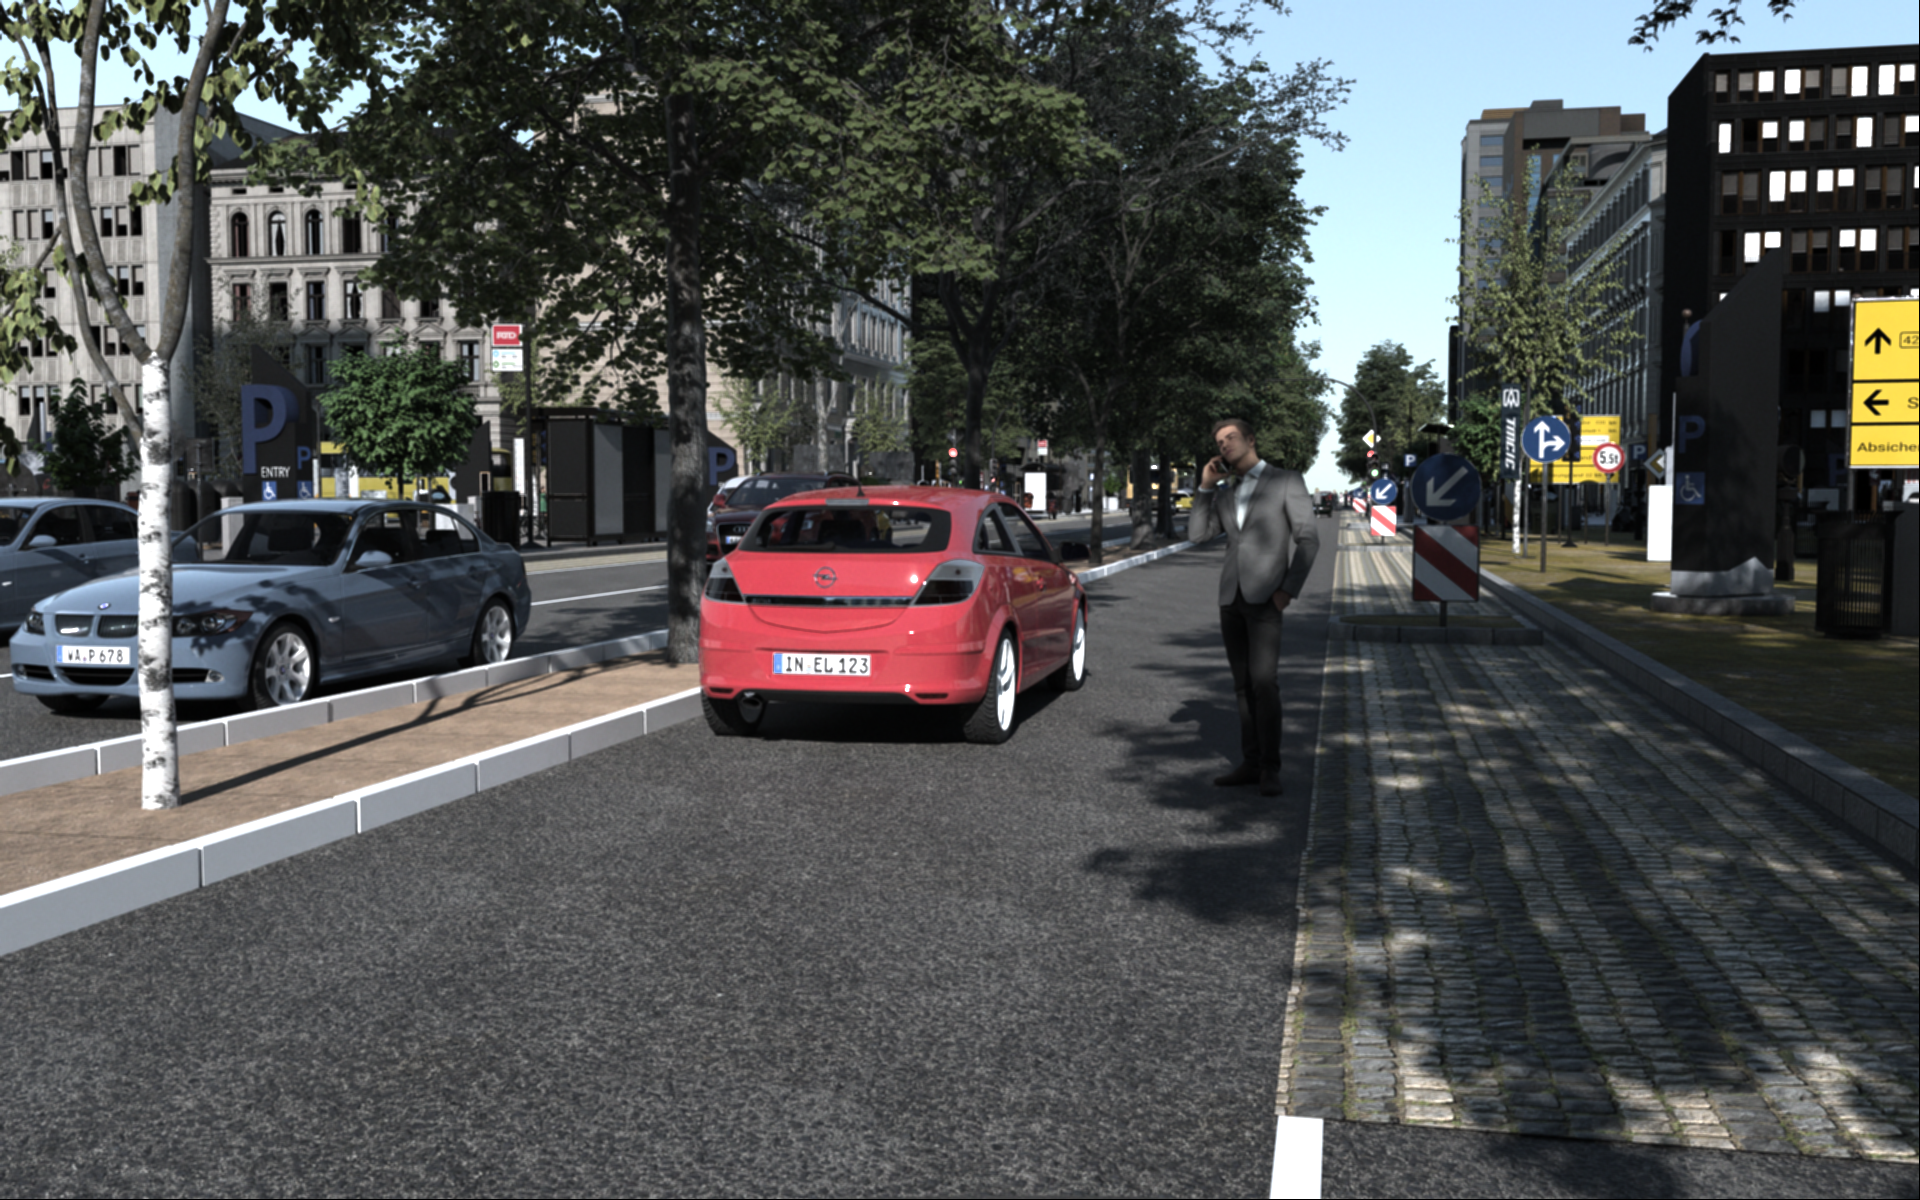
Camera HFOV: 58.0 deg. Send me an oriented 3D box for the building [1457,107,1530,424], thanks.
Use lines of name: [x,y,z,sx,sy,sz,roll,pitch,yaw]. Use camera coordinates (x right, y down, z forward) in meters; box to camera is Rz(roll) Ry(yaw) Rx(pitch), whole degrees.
building: [88.614,-44.516,269.842,21.231,58.520,28.212,1,4,12]

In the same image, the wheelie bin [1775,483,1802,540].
wheelie bin: [23.273,-2.506,48.873,0.980,1.594,0.693,0,4,3]

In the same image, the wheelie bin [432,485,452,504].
wheelie bin: [-18.275,-3.239,60.862,0.693,1.594,0.980,-2,4,-33]

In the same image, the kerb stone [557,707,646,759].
kerb stone: [-2.049,0.757,9.825,0.120,0.150,1.000,1,4,12]

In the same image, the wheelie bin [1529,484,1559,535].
wheelie bin: [18.361,-2.845,54.428,0.693,1.594,0.980,-2,4,-31]

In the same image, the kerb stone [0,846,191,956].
kerb stone: [-2.935,1.001,5.824,0.120,0.150,1.000,1,4,12]

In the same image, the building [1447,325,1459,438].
building: [89.578,-31.875,292.851,14.160,30.474,14.107,1,4,12]

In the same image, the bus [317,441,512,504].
bus: [-27.151,-5.482,81.177,12.252,3.916,2.896,1,4,13]

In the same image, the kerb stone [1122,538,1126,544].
kerb stone: [4.545,-1.659,49.315,0.120,0.150,1.000,1,4,12]

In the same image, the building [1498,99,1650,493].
building: [69.218,-33.443,196.908,14.600,45.320,14.200,1,4,12]

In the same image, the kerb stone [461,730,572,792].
kerb stone: [-2.266,0.818,8.826,0.120,0.150,1.000,1,4,12]

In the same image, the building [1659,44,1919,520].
building: [45.874,-15.897,89.595,15.834,23.373,12.332,1,4,12]

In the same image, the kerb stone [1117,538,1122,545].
kerb stone: [4.326,-1.596,48.313,0.120,0.150,1.000,1,4,12]

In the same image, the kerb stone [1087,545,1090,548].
kerb stone: [3.443,-1.352,44.308,0.120,0.150,1.000,1,4,12]

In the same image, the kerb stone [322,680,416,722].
kerb stone: [-3.881,0.667,11.288,0.120,0.150,1.000,1,4,12]

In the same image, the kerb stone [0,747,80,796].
kerb stone: [-4.544,0.850,8.293,0.120,0.150,1.000,1,4,12]

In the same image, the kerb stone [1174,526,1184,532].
kerb stone: [8.536,-2.761,67.331,0.120,0.150,1.000,1,4,12]

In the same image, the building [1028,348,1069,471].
building: [-3.646,-21.355,194.197,27.650,21.520,28.899,1,4,12]

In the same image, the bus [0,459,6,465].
bus: [-52.481,-5.601,86.433,13.247,3.499,2.948,1,4,11]

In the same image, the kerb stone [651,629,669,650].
kerb stone: [-2.768,0.362,16.281,0.120,0.150,1.000,1,4,12]

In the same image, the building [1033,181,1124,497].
building: [17.901,-42.886,290.421,28.713,52.752,27.495,1,4,12]

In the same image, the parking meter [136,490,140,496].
parking meter: [-46.418,-5.483,98.062,0.372,1.533,0.369,0,3,0]

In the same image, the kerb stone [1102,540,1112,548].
kerb stone: [3.882,-1.475,46.317,0.120,0.150,1.000,1,4,12]

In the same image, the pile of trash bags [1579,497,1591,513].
pile of trash bags: [42.439,-6.712,119.497,1.912,1.369,3.447,1,4,15]

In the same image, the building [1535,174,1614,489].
building: [60.647,-23.765,160.258,14.160,30.474,14.107,1,4,12]

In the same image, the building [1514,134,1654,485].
building: [73.477,-29.647,176.603,32.217,40.220,23.993,1,4,12]

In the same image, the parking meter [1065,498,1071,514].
parking meter: [6.905,-6.251,110.608,0.372,1.533,0.369,0,3,0]

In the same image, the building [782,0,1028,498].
building: [-5.754,-33.292,168.027,21.300,48.544,21.600,1,4,12]

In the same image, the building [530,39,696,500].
building: [-15.896,-19.604,106.426,13.634,28.700,20.117,1,4,12]

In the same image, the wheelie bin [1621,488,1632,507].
wheelie bin: [35.144,-5.067,90.745,0.980,1.594,0.693,2,4,27]

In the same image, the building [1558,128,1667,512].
building: [53.568,-21.131,121.913,17.030,29.872,44.131,1,4,12]

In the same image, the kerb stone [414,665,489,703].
kerb stone: [-3.656,0.607,12.286,0.120,0.150,1.000,1,4,12]

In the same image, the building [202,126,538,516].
building: [-34.493,-16.956,106.117,19.941,23.489,11.050,1,4,12]

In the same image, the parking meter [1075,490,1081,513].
parking meter: [8.575,-7.184,125.869,0.372,1.533,0.369,0,3,0]

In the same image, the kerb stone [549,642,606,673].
kerb stone: [-3.205,0.484,14.281,0.120,0.150,1.000,1,4,12]

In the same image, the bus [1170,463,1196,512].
bus: [17.125,-8.636,132.748,2.896,3.916,12.252,1,4,11]

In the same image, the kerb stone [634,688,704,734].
kerb stone: [-1.826,0.696,10.824,0.120,0.150,1.000,1,4,12]

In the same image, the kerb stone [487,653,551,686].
kerb stone: [-3.438,0.545,13.285,0.120,0.150,1.000,1,4,12]

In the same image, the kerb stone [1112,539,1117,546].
kerb stone: [4.103,-1.536,47.315,0.120,0.150,1.000,1,4,12]

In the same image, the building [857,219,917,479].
building: [-11.812,-20.821,126.325,13.634,28.700,20.117,1,4,12]

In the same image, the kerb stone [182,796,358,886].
kerb stone: [-2.714,0.944,6.823,0.120,0.150,1.000,1,4,12]

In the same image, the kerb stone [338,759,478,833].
kerb stone: [-2.487,0.879,7.819,0.120,0.150,1.000,1,4,12]

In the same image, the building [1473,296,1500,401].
building: [81.287,-29.281,250.438,14.160,30.474,14.107,1,4,12]

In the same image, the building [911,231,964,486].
building: [-7.387,-19.242,144.291,12.332,23.373,15.834,1,4,12]

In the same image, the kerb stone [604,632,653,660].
kerb stone: [-2.986,0.423,15.279,0.120,0.150,1.000,1,4,12]

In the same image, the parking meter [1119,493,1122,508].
parking meter: [13.965,-8.808,149.726,0.399,1.863,0.255,-1,4,-19]

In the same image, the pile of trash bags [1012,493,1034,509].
pile of trash bags: [2.828,-5.575,100.899,3.447,1.369,1.912,2,4,35]

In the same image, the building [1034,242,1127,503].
building: [10.321,-35.110,265.931,32.217,40.220,23.993,1,4,12]

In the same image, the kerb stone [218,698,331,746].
kerb stone: [-4.093,0.728,10.288,0.120,0.150,1.000,1,4,12]

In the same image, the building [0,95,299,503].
building: [-54.007,-17.907,110.801,19.932,24.808,12.078,1,4,12]

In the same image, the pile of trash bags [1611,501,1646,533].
pile of trash bags: [23.825,-2.963,58.195,3.447,1.369,1.912,0,4,1]

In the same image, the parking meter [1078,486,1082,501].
parking meter: [8.936,-7.614,130.197,0.255,1.863,0.399,-2,4,-29]

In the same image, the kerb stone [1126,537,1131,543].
kerb stone: [4.777,-1.719,50.319,0.120,0.150,1.000,1,4,12]

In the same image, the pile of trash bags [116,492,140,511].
pile of trash bags: [-33.447,-3.641,69.288,1.912,1.369,3.447,-3,5,-39]

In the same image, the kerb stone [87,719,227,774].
kerb stone: [-4.317,0.789,9.290,0.120,0.150,1.000,1,4,12]
